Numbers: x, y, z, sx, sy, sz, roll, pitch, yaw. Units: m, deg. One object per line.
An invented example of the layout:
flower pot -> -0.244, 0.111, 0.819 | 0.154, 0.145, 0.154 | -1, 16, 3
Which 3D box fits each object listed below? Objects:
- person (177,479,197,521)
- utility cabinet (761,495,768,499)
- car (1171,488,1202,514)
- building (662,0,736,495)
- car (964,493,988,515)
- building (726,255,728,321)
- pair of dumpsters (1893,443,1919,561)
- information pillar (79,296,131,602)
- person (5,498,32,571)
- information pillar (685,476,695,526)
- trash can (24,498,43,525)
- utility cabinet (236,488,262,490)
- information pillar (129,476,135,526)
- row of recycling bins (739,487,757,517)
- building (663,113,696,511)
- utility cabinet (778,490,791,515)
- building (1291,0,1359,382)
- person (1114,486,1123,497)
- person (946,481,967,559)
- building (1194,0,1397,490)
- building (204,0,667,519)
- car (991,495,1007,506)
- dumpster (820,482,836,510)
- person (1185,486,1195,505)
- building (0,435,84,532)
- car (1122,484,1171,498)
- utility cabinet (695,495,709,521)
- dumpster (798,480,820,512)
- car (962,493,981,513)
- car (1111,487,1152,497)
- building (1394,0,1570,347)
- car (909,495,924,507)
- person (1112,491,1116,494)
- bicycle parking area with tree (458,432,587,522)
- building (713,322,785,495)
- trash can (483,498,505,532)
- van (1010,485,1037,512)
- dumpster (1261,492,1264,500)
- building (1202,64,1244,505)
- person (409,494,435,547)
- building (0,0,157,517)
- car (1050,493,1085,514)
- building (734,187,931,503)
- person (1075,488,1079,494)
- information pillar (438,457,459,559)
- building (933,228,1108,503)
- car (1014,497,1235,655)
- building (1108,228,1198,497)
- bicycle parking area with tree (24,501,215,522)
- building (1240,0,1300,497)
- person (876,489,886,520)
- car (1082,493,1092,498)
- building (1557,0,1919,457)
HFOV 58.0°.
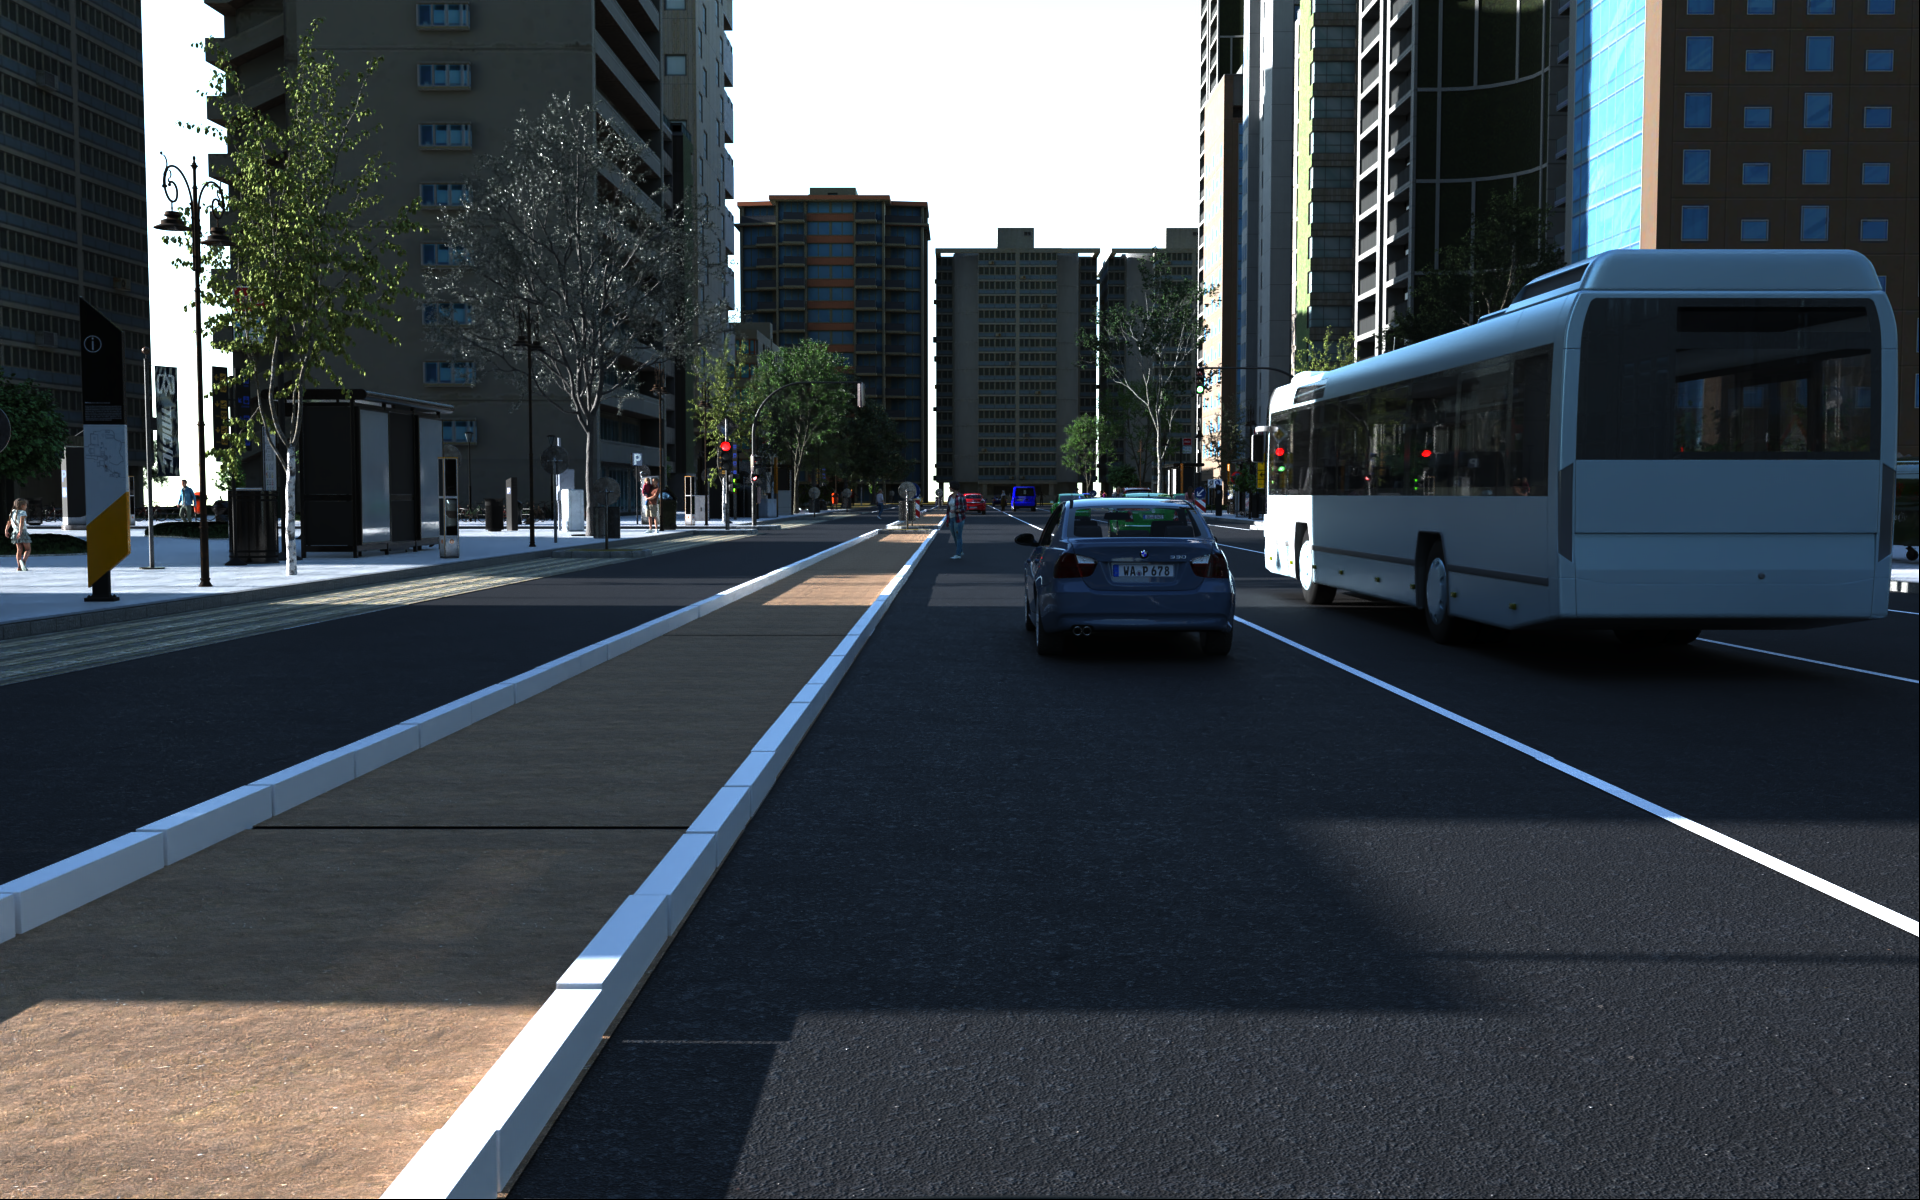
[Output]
person -> -26.456, -3.236, 59.300 | 0.601, 1.785, 0.444 | 1, 4, 23
utility cabinet -> -12.692, -6.066, 110.338 | 1.020, 1.237, 0.306 | 3, 4, 37
car -> 12.770, -5.535, 99.287 | 1.959, 1.807, 4.718 | 0, 4, 1
building -> -35.520, -34.846, 158.979 | 28.713, 52.752, 27.495 | 0, 3, 0
car -> 0.890, -6.873, 121.419 | 2.155, 1.783, 4.494 | 0, 4, 0
building -> -40.595, -34.395, 245.947 | 14.086, 41.232, 14.154 | 0, 3, 0
pair of dumpsters -> 17.869, -1.862, 32.930 | 1.574, 2.255, 4.437 | 0, 3, 0
information pillar -> -10.198, -1.792, 20.648 | 0.504, 3.616, 0.183 | 0, 4, -6
person -> -15.736, -1.089, 28.871 | 0.505, 1.210, 0.382 | 1, 4, 14
information pillar -> -11.012, -4.046, 70.646 | 0.304, 2.012, 0.304 | 1, 4, 21
trash can -> -38.013, -3.635, 71.092 | 0.748, 1.137, 0.748 | 0, 3, 0
utility cabinet -> -25.401, -3.271, 62.166 | 1.173, 1.500, 0.318 | 0, 3, 0
information pillar -> -33.738, -4.026, 70.313 | 0.304, 2.012, 0.304 | 1, 4, 13
row of recycling bins -> -12.396, -5.488, 96.834 | 1.069, 1.692, 3.534 | -2, 4, -34
building -> -27.865, -21.854, 129.021 | 14.160, 30.474, 14.107 | 0, 3, 0
utility cabinet -> -10.799, -5.900, 105.136 | 0.318, 1.500, 1.173 | 3, 5, 44
building -> 32.697, -27.518, 133.511 | 14.154, 41.232, 14.086 | 0, 3, 0
person -> 7.644, -4.530, 82.750 | 0.709, 1.800, 0.728 | 2, 4, 24
person -> -0.056, -1.767, 38.222 | 0.643, 1.720, 0.563 | -3, 5, -41
building -> 36.741, -46.509, 198.667 | 20.563, 71.187, 20.611 | 0, 3, 0
building -> -29.348, -29.043, 98.555 | 21.300, 48.544, 21.600 | 0, 3, 0
car -> 4.811, -12.123, 210.787 | 1.945, 1.354, 3.894 | 0, 4, 0
dumpster -> -10.920, -8.487, 141.248 | 1.502, 2.255, 1.985 | 0, 3, 0
person -> 11.587, -4.813, 87.201 | 0.555, 1.821, 0.388 | -1, 4, -8
building -> -40.667, -23.617, 40.762 | 28.867, 44.769, 22.147 | 0, 3, 0
car -> 5.215, -2.461, 49.041 | 1.959, 1.807, 4.718 | 0, 4, 0
utility cabinet -> -12.499, -4.367, 82.564 | 1.020, 1.237, 0.306 | 0, 4, 5
dumpster -> -10.762, -7.211, 120.394 | 1.502, 2.255, 1.985 | 0, 3, 0
car -> 0.709, -7.592, 133.163 | 2.155, 1.783, 4.494 | 0, 3, 0
car -> 9.386, -5.190, 93.536 | 2.281, 1.827, 5.304 | 0, 4, -2
building -> 35.081, -40.920, 107.292 | 20.563, 71.187, 20.611 | 0, 3, 0
car -> -5.121, -11.456, 197.522 | 2.015, 1.641, 3.980 | 0, 4, 1
person -> 10.789, -6.826, 119.912 | 0.655, 1.846, 0.447 | 1, 4, 21
bicycle parking area with tree -> -21.416, -5.838, 82.448 | 8.231, 4.147, 9.016 | -3, 5, -44
building -> -35.738, -21.465, 195.990 | 28.899, 21.520, 27.650 | 0, 3, 0
trash can -> -15.961, -2.918, 59.366 | 0.748, 1.137, 0.748 | 0, 3, 0
van -> 5.274, -8.498, 143.326 | 2.240, 2.365, 5.245 | 0, 3, 0
dumpster -> 17.057, -5.519, 92.737 | 1.502, 2.255, 1.985 | 0, 3, 0
building -> 33.403, -32.521, 181.831 | 14.600, 45.320, 14.200 | 0, 3, 0
person -> -13.100, -2.197, 41.869 | 0.836, 1.842, 0.656 | -1, 4, -16
building -> -60.986, -24.669, 95.220 | 23.993, 40.220, 32.217 | 0, 3, 0
car -> 5.447, -4.700, 85.638 | 1.959, 1.807, 4.718 | 0, 4, -1
building -> -18.765, -36.416, 250.030 | 28.867, 44.769, 22.147 | 0, 3, 0
person -> 6.466, -5.365, 96.558 | 0.374, 1.781, 0.599 | 0, 4, -2
information pillar -> -10.214, -1.841, 34.589 | 0.304, 2.012, 0.304 | -3, 4, -37
building -> 8.105, -34.469, 255.442 | 23.993, 40.220, 32.217 | 0, 3, 0
car -> 1.547, -0.288, 16.718 | 2.014, 1.417, 4.499 | 0, 3, 0
building -> 32.813, -34.476, 255.555 | 23.993, 40.220, 32.217 | 0, 3, 0
bicycle parking area with tree -> -40.886, -5.895, 83.387 | 9.016, 4.147, 8.231 | -2, 4, -26
building -> 36.723, -37.783, 159.752 | 21.231, 58.520, 28.212 | 0, 3, 0
person -> -4.457, -5.369, 96.957 | 0.731, 1.740, 0.598 | 2, 4, 29
car -> 12.939, -10.407, 179.748 | 1.945, 1.707, 3.694 | 0, 4, 1
building -> 38.506, -26.559, 84.350 | 14.200, 45.320, 14.600 | 0, 3, 0
